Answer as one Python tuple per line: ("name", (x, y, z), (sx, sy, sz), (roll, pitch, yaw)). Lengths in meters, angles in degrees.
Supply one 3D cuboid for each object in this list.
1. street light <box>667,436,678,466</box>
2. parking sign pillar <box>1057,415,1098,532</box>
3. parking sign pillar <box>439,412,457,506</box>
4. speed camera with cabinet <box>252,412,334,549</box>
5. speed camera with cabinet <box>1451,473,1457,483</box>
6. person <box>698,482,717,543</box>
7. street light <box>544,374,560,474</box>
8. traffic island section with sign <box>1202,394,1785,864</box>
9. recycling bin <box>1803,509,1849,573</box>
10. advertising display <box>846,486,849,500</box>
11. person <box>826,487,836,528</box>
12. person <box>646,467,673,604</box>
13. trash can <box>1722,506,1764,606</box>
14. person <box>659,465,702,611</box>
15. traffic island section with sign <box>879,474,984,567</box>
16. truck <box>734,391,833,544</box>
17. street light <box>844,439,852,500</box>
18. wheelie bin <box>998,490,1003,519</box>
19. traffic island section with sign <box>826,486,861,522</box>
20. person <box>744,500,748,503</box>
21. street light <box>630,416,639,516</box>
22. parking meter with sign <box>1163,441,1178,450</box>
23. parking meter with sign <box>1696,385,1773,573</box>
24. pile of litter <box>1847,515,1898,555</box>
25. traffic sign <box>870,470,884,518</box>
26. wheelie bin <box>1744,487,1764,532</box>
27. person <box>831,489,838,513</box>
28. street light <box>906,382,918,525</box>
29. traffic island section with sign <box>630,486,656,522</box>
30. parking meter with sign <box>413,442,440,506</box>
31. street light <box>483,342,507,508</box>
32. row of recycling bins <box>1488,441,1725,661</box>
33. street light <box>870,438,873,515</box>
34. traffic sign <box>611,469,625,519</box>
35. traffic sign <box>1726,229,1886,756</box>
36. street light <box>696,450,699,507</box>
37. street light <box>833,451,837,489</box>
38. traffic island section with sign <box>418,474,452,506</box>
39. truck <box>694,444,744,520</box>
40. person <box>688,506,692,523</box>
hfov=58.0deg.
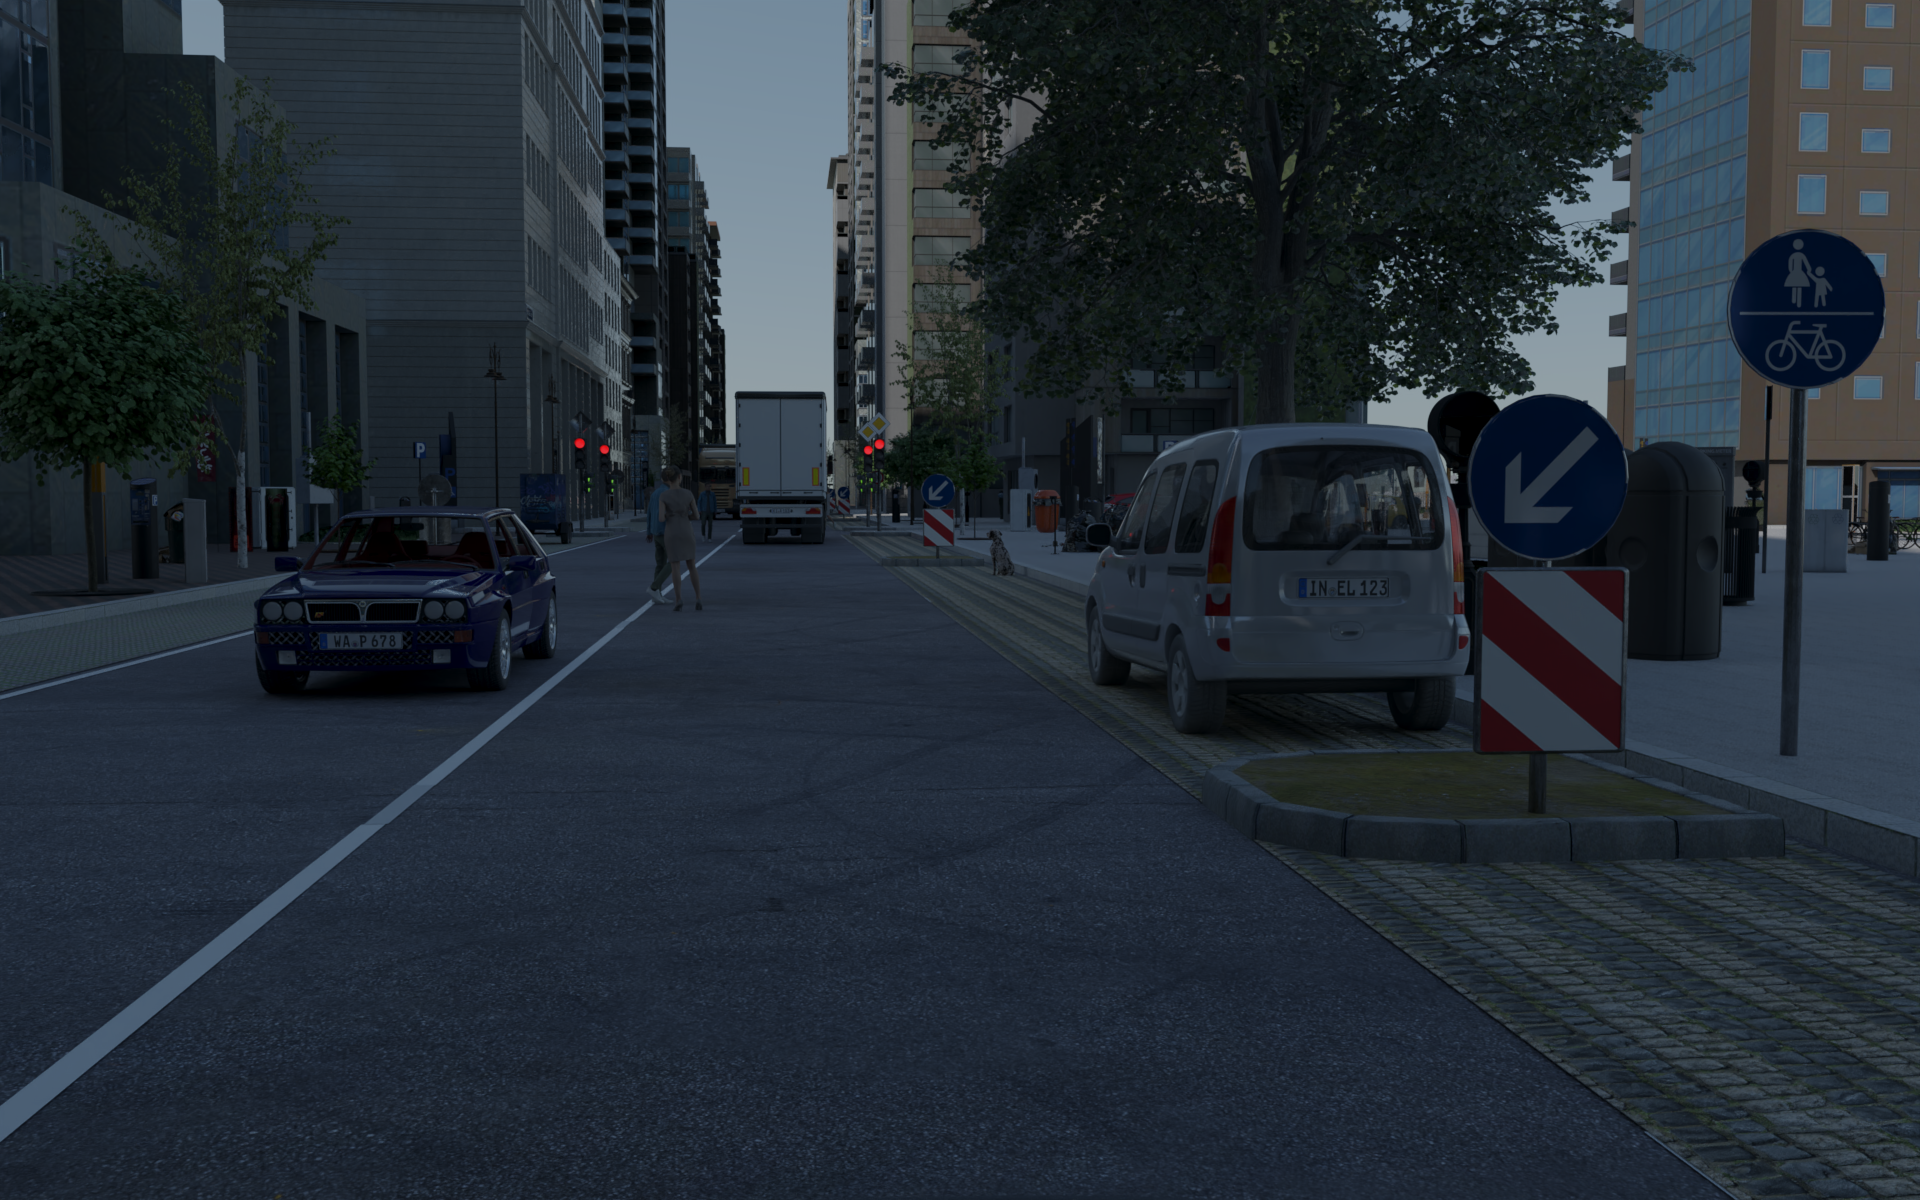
("street light", (-22.547, -9.932, 135.173), (0.468, 5.910, 1.993), (0, 4, -6))
("parking sign pillar", (4.076, -4.341, 59.450), (1.447, 3.967, 1.447), (3, 5, 40))
("parking sign pillar", (-16.570, -4.138, 56.133), (1.447, 3.967, 1.447), (-1, 4, -20))
("speed camera with cabinet", (-15.953, -2.868, 41.231), (0.660, 3.252, 2.038), (2, 4, 33))
("speed camera with cabinet", (24.640, -5.667, 86.984), (0.660, 3.252, 2.038), (1, 4, 19))
("person", (-7.474, -2.592, 51.229), (0.601, 1.785, 0.444), (-1, 4, -16))
("street light", (-15.650, -5.738, 66.599), (0.468, 5.910, 1.993), (0, 4, -6))
("traffic island section with sign", (2.153, 0.061, 7.636), (1.989, 1.847, 2.006), (0, 4, -6))
("recycling bin", (14.186, -0.982, 28.617), (0.722, 1.027, 0.722), (1, 4, 11))
("advertising display", (-8.965, -8.133, 138.184), (0.123, 1.923, 0.974), (-1, 4, -14))
("person", (-5.436, -3.770, 70.893), (0.466, 1.731, 0.760), (3, 5, 43))
("person", (-3.887, -0.837, 22.532), (0.444, 1.785, 0.601), (-1, 4, -22))
("trash can", (8.866, -0.512, 20.025), (0.748, 1.137, 0.748), (0, 3, 0))
("person", (-3.430, -0.757, 21.217), (0.599, 1.781, 0.374), (-2, 4, -27))
("traffic island section with sign", (-0.611, -1.607, 34.905), (1.989, 1.847, 2.006), (0, 4, -6))
("truck", (-5.290, -3.905, 52.754), (2.839, 4.237, 11.283), (0, 4, -4))
("street light", (-9.781, -10.755, 148.629), (0.468, 5.910, 1.993), (0, 4, -6))
("wheelie bin", (2.302, -4.891, 87.871), (0.693, 1.594, 0.980), (1, 4, 16))
("traffic island section with sign", (-6.179, -4.990, 90.217), (1.989, 1.847, 2.006), (0, 4, -6))
("person", (-17.488, -8.090, 140.867), (0.778, 1.811, 0.616), (-3, 4, -37))
("street light", (-18.949, -7.836, 100.901), (0.468, 5.910, 1.993), (0, 4, -6))
("parking meter with sign", (7.412, -3.725, 57.166), (0.543, 3.016, 1.738), (3, 5, 41))
("parking meter with sign", (12.245, -1.956, 28.248), (1.738, 3.016, 0.543), (1, 4, 23))
("pile of litter", (19.532, -1.417, 37.137), (1.719, 0.858, 1.176), (-3, 5, -44))
("traffic sign", (-4.443, -5.671, 92.823), (0.768, 2.556, 0.104), (0, 4, 2))
("wheelie bin", (27.321, -3.156, 59.516), (0.693, 1.594, 0.980), (1, 4, 16))
("person", (-8.867, -6.949, 122.391), (0.850, 1.792, 0.678), (-1, 4, -10))
("street light", (-1.995, -6.030, 71.382), (0.468, 5.910, 1.993), (0, 4, -6))
("traffic island section with sign", (-15.883, -4.918, 89.038), (1.989, 1.847, 2.006), (0, 4, -6))
("parking meter with sign", (-17.350, -3.765, 57.825), (1.738, 3.016, 0.543), (1, 4, 22))
("street light", (-14.146, -4.896, 52.837), (0.468, 5.910, 1.993), (0, 4, -6))
("row of recycling bins", (5.460, -0.481, 14.980), (1.069, 1.692, 3.534), (0, 4, -2))
("street light", (-5.428, -8.142, 105.913), (0.468, 5.910, 1.993), (0, 4, -6))
("traffic sign", (-17.542, -5.417, 88.667), (0.768, 2.556, 0.104), (0, 4, 3))
("traffic sign", (4.073, -0.509, 8.435), (0.768, 2.556, 0.104), (0, 4, -1))
("street light", (-26.803, -12.501, 177.184), (0.468, 5.910, 1.993), (0, 4, -6))
("street light", (-13.283, -12.905, 183.777), (0.468, 5.910, 1.993), (0, 4, -6))
("traffic island section with sign", (-10.328, -1.548, 33.938), (1.989, 1.847, 2.006), (0, 4, -6))
("truck", (-13.612, -6.750, 99.271), (2.839, 4.237, 11.283), (0, 4, -6))
("person", (-13.258, -4.519, 84.987), (0.503, 1.515, 0.523), (2, 4, 35))
